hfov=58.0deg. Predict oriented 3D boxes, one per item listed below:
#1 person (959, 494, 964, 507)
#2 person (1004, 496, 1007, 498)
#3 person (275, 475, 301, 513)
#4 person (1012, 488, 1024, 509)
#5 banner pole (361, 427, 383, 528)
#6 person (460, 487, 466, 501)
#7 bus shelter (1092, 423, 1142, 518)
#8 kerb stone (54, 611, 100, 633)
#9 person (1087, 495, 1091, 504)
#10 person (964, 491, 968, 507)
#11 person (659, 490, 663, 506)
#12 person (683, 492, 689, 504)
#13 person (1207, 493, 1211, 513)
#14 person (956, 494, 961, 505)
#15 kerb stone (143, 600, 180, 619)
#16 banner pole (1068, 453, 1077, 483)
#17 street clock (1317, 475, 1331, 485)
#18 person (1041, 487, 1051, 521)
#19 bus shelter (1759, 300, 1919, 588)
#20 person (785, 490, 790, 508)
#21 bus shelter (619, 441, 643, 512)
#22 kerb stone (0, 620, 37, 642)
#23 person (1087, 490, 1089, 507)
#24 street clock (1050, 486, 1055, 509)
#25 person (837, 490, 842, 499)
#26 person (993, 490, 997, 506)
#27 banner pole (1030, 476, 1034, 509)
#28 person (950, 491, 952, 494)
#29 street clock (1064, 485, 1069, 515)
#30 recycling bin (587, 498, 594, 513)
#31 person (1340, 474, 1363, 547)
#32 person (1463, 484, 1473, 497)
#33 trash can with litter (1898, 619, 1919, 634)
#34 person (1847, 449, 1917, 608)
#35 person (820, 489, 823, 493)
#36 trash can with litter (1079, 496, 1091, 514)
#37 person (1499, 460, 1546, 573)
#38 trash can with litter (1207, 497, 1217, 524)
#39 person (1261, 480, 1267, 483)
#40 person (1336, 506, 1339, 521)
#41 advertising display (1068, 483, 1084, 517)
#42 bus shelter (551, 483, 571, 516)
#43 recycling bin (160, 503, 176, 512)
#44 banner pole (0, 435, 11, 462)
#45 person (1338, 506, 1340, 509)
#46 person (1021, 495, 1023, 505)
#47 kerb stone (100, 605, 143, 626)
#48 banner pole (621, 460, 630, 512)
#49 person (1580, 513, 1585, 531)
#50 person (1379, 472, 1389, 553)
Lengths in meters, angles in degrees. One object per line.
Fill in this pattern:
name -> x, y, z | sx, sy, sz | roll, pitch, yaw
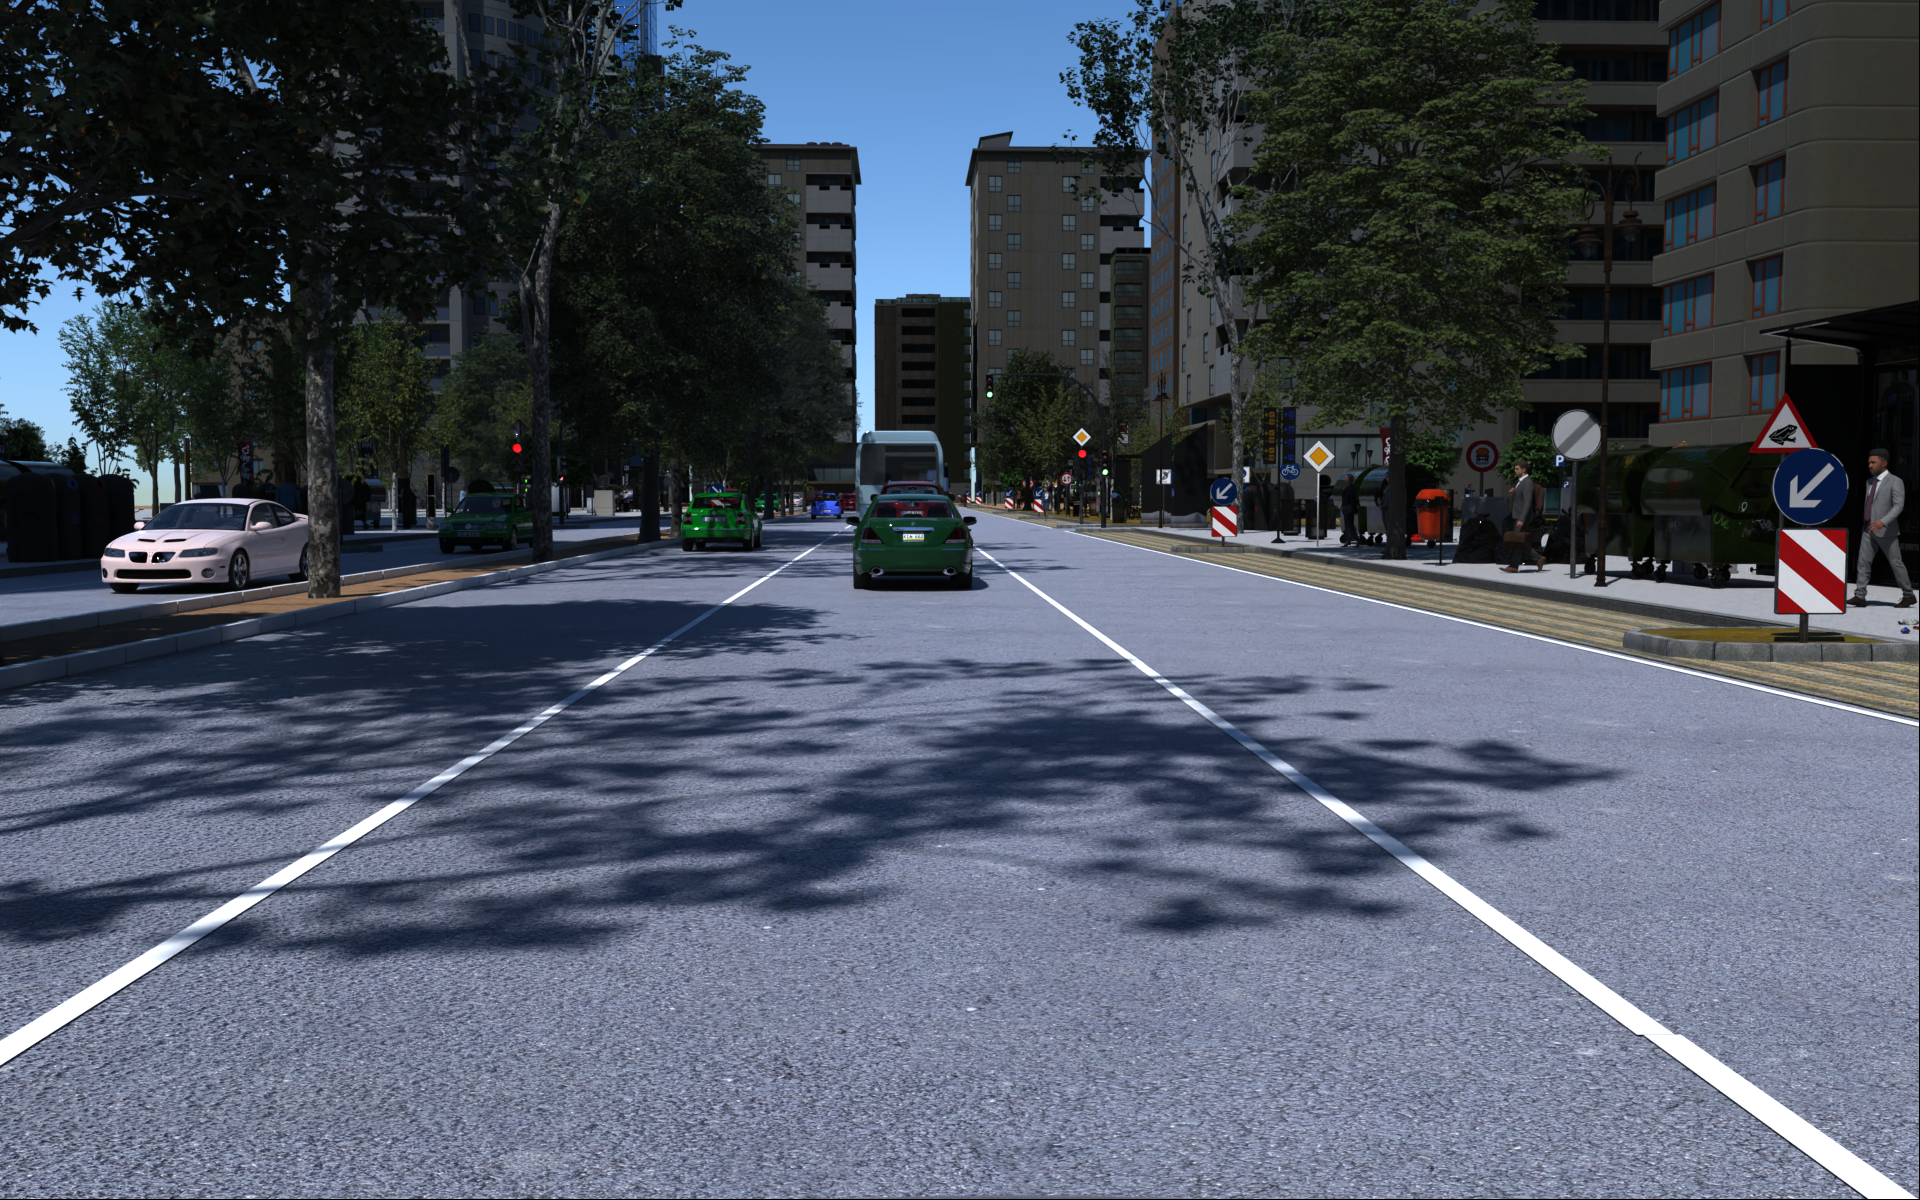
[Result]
person -> 0.270, -11.329, 196.988 | 1.065, 1.426, 0.557 | 0, 4, 7
person -> 6.149, -13.500, 229.951 | 1.217, 1.736, 0.721 | -3, 5, -44
person -> -17.613, -2.386, 45.397 | 0.601, 1.785, 0.444 | -1, 4, -9
person -> 5.118, -8.899, 151.628 | 1.348, 1.812, 0.705 | -3, 5, -41
banner pole -> -21.931, -4.559, 64.557 | 0.401, 3.779, 0.863 | 3, 5, 43
person -> -34.816, -7.028, 121.218 | 0.793, 1.790, 0.793 | 1, 4, 14
bus shelter -> 8.568, -7.232, 95.872 | 2.179, 5.291, 8.768 | 0, 4, -2
kerb stone -> -9.337, 0.248, 18.160 | 0.120, 0.150, 1.000 | 0, 4, -2
person -> 16.447, -13.201, 222.588 | 0.721, 1.736, 1.217 | 2, 4, 35
person -> 0.712, -11.140, 191.093 | 0.568, 1.767, 0.683 | 1, 4, 11
person -> -33.556, -11.475, 194.384 | 0.721, 1.736, 1.217 | -2, 4, -31
person -> -35.827, -13.289, 226.335 | 0.990, 1.755, 0.434 | 2, 4, 29
person -> 13.455, -5.242, 92.498 | 0.760, 1.731, 0.466 | -2, 4, -24
person -> -0.080, -12.870, 222.119 | 0.799, 1.438, 0.628 | -3, 5, -39
kerb stone -> -9.404, 0.122, 20.205 | 0.120, 0.150, 1.000 | 0, 4, -2
banner pole -> 6.826, -7.042, 105.152 | 0.863, 3.779, 0.401 | -3, 4, -39
street clock -> 13.549, -3.665, 64.489 | 0.471, 2.002, 0.358 | 2, 4, 33
person -> 4.622, -5.138, 92.529 | 0.581, 1.822, 0.654 | 1, 4, 19
bus shelter -> 12.435, -1.875, 21.937 | 1.731, 3.624, 6.357 | 0, 4, -2
person -> -17.580, -10.261, 176.294 | 0.705, 1.821, 1.348 | 3, 5, 42
bus shelter -> -24.502, -9.380, 130.990 | 2.179, 5.291, 8.768 | 0, 4, -2
kerb stone -> -9.296, 0.309, 17.138 | 0.120, 0.150, 1.000 | 0, 4, -2
person -> 12.758, -10.186, 174.054 | 0.593, 1.643, 0.415 | 3, 5, 40
street clock -> 7.935, -8.787, 148.231 | 0.358, 2.002, 0.471 | -3, 4, -38
person -> -11.684, -9.842, 169.413 | 0.705, 1.824, 1.348 | 2, 4, 35
person -> 3.822, -11.251, 190.096 | 0.705, 1.812, 1.348 | 1, 4, 17
banner pole -> 6.129, -9.636, 147.557 | 0.401, 3.779, 0.863 | -3, 5, -39
person -> -0.883, -10.311, 177.997 | 0.530, 1.710, 0.541 | 1, 4, 19
street clock -> 6.725, -6.337, 108.183 | 0.471, 2.002, 0.358 | 2, 4, 35
recycling bin -> -24.847, -6.426, 117.622 | 0.722, 1.027, 0.722 | 3, 4, 39
person -> 9.437, -2.158, 41.755 | 0.534, 1.772, 0.576 | 0, 4, 6
person -> 26.452, -5.138, 90.153 | 0.679, 1.850, 0.850 | -3, 5, -40
trash can with litter -> 9.489, -0.299, 15.939 | 1.678, 1.210, 2.233 | 0, 4, 4
person -> 10.397, -0.807, 19.513 | 0.850, 1.792, 0.678 | -1, 4, -10
person -> -10.390, -7.447, 130.597 | 0.374, 1.781, 0.599 | -1, 4, -21
trash can with litter -> 8.402, -6.355, 114.962 | 1.678, 1.210, 2.233 | 0, 4, 0
person -> 9.162, -1.351, 28.088 | 0.822, 1.834, 0.622 | 0, 4, -1
trash can with litter -> 11.118, -3.884, 74.561 | 1.678, 1.210, 2.233 | 2, 4, 23
person -> 11.321, -3.571, 64.460 | 0.581, 1.822, 0.654 | 1, 4, 18
person -> 17.654, -4.591, 81.783 | 0.598, 1.740, 0.731 | 1, 4, 15
advertising display -> 6.601, -5.706, 98.512 | 0.974, 1.923, 0.123 | -2, 4, -27
bus shelter -> -23.265, -6.603, 101.886 | 2.014, 3.302, 5.546 | 0, 4, -2
recycling bin -> -22.047, -2.222, 48.882 | 0.722, 1.027, 0.722 | 1, 4, 11
banner pole -> -40.717, -5.125, 73.807 | 0.401, 3.779, 0.863 | 3, 5, 42
person -> 12.142, -2.943, 54.077 | 0.656, 1.842, 0.836 | 1, 4, 15
person -> 7.251, -11.842, 202.926 | 0.557, 1.426, 1.065 | 2, 4, 27
kerb stone -> -9.364, 0.184, 19.184 | 0.120, 0.150, 1.000 | 0, 4, -2
banner pole -> -24.296, -8.292, 125.598 | 0.863, 3.779, 0.401 | -3, 5, -39
person -> 15.426, -2.294, 42.912 | 0.474, 1.900, 0.648 | 1, 4, 13
person -> 9.257, -1.917, 37.665 | 0.573, 1.790, 0.520 | -2, 4, -28
